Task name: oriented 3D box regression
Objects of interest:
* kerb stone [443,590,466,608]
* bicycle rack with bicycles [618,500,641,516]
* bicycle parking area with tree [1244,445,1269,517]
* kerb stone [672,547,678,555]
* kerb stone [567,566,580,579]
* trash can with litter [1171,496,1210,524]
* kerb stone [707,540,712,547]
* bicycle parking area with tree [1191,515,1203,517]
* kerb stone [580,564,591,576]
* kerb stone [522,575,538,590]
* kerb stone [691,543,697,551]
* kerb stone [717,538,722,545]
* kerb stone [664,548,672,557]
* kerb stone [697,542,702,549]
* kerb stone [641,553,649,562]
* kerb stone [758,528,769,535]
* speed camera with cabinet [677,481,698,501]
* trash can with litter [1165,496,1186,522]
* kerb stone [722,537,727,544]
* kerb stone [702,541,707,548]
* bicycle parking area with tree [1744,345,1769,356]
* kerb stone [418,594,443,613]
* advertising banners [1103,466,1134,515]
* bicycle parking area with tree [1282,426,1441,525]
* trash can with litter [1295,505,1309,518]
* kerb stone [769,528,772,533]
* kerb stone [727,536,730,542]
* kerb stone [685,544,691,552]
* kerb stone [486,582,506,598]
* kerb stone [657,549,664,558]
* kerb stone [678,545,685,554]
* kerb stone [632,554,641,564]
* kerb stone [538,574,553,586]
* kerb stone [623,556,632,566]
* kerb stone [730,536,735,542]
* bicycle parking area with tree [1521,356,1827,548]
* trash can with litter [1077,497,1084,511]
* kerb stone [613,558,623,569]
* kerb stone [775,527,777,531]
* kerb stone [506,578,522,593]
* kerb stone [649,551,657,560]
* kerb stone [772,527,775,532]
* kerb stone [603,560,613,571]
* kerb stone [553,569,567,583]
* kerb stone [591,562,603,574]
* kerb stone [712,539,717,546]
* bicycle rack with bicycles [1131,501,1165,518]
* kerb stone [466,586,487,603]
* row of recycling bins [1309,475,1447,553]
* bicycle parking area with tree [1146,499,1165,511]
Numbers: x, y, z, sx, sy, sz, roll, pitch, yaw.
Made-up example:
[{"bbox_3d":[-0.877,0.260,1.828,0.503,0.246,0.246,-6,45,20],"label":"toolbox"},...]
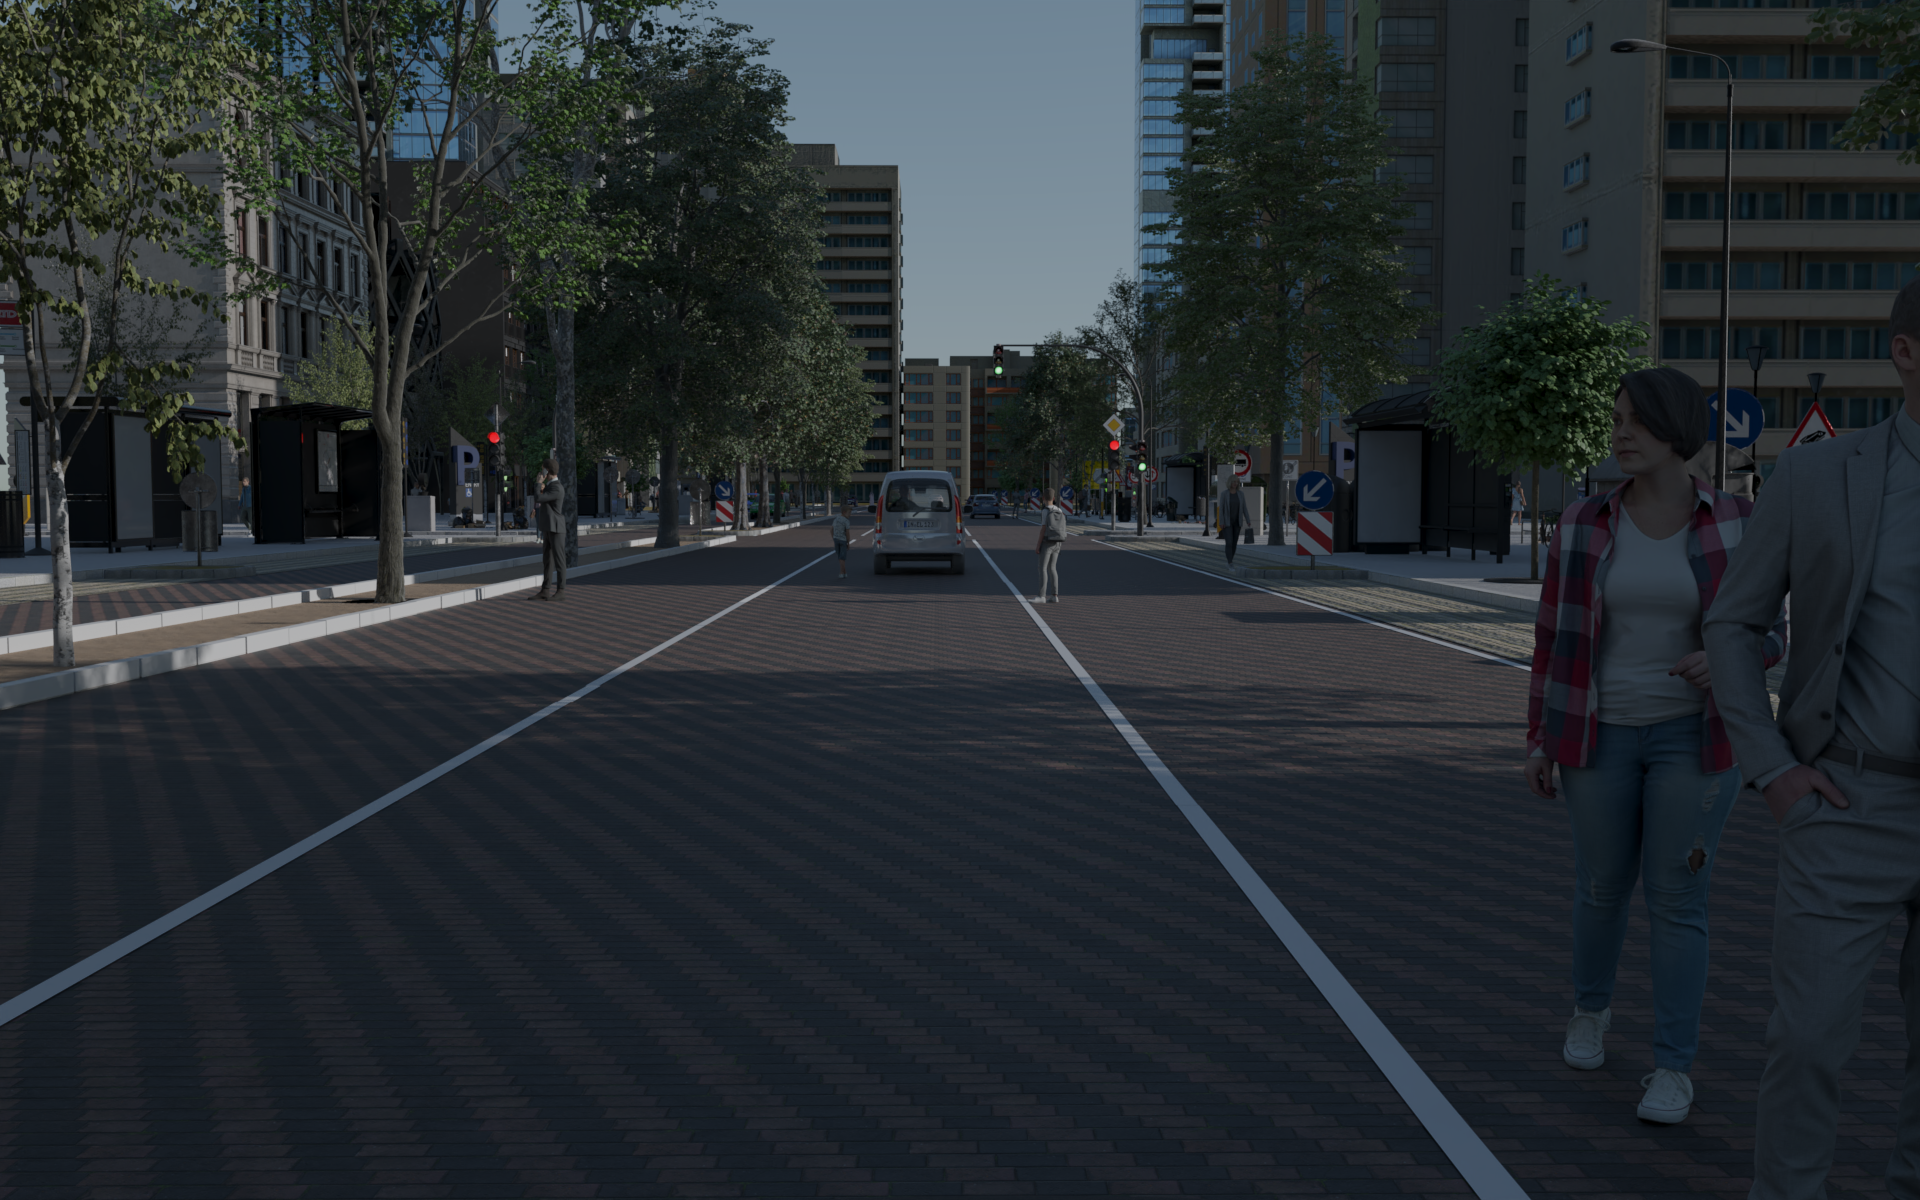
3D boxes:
[{"bbox_3d":[-6.564,-0.002,22.228,0.120,0.150,1.000,0,4,-1],"label":"kerb stone"},{"bbox_3d":[-20.235,-5.503,103.356,2.852,0.926,2.925,0,4,-2],"label":"bicycle rack with bicycles"},{"bbox_3d":[19.023,-5.882,83.174,9.016,4.147,8.231,3,4,36],"label":"bicycle parking area with tree"},{"bbox_3d":[-6.807,-1.127,40.678,0.120,0.150,1.000,0,4,-1],"label":"kerb stone"},{"bbox_3d":[-6.664,-0.441,29.399,0.120,0.150,1.000,0,4,-1],"label":"kerb stone"},{"bbox_3d":[10.145,-3.938,75.442,2.233,1.210,1.678,-1,4,-17],"label":"trash can with litter"},{"bbox_3d":[-6.889,-1.505,46.847,0.120,0.150,1.000,0,4,-1],"label":"kerb stone"},{"bbox_3d":[17.205,-6.757,97.473,9.016,4.147,8.231,0,4,3],"label":"bicycle parking area with tree"},{"bbox_3d":[-6.680,-0.503,30.421,0.120,0.150,1.000,0,4,-1],"label":"kerb stone"},{"bbox_3d":[-6.627,-0.249,26.326,0.120,0.150,1.000,0,4,-1],"label":"kerb stone"},{"bbox_3d":[-6.847,-1.320,43.777,0.120,0.150,1.000,0,4,-1],"label":"kerb stone"},{"bbox_3d":[-6.923,-1.629,48.912,0.120,0.150,1.000,0,4,-1],"label":"kerb stone"},{"bbox_3d":[-6.798,-1.067,39.648,0.120,0.150,1.000,0,4,-1],"label":"kerb stone"},{"bbox_3d":[-6.868,-1.383,44.803,0.120,0.150,1.000,0,4,-1],"label":"kerb stone"},{"bbox_3d":[-6.761,-0.877,36.581,0.120,0.150,1.000,0,4,-1],"label":"kerb stone"},{"bbox_3d":[-7.110,-2.477,62.701,0.120,0.150,1.000,0,4,-1],"label":"kerb stone"},{"bbox_3d":[-18.492,-7.448,116.103,2.038,3.252,0.660,-2,4,-29],"label":"speed camera with cabinet"},{"bbox_3d":[10.147,-4.273,81.248,1.055,1.170,0.624,3,4,39],"label":"trash can with litter"},{"bbox_3d":[-6.926,-1.697,49.934,0.120,0.150,1.000,0,4,-1],"label":"kerb stone"},{"bbox_3d":[-6.875,-1.445,45.825,0.120,0.150,1.000,0,4,-1],"label":"kerb stone"},{"bbox_3d":[17.946,-2.839,33.423,8.231,4.147,9.016,1,4,13],"label":"bicycle parking area with tree"},{"bbox_3d":[-6.563,0.061,21.206,0.120,0.150,1.000,0,4,-1],"label":"kerb stone"},{"bbox_3d":[9.925,-6.858,108.321,2.074,3.025,0.090,2,4,30],"label":"advertising banners"},{"bbox_3d":[17.473,-5.257,72.958,8.231,4.147,9.016,1,4,11],"label":"bicycle parking area with tree"},{"bbox_3d":[9.791,-2.229,47.827,1.055,1.170,0.624,2,4,26],"label":"trash can with litter"},{"bbox_3d":[-7.123,-2.539,63.729,0.120,0.150,1.000,0,4,-1],"label":"kerb stone"},{"bbox_3d":[-6.948,-1.759,50.960,0.120,0.150,1.000,0,4,-1],"label":"kerb stone"},{"bbox_3d":[-6.838,-1.250,42.743,0.120,0.150,1.000,0,4,-1],"label":"kerb stone"},{"bbox_3d":[-6.590,-0.127,24.271,0.120,0.150,1.000,0,4,-1],"label":"kerb stone"},{"bbox_3d":[-6.791,-1.003,38.624,0.120,0.150,1.000,0,4,-1],"label":"kerb stone"},{"bbox_3d":[-6.819,-1.194,41.711,0.120,0.150,1.000,0,4,-1],"label":"kerb stone"},{"bbox_3d":[-6.746,-0.813,35.540,0.120,0.150,1.000,0,4,-1],"label":"kerb stone"},{"bbox_3d":[-6.634,-0.315,27.347,0.120,0.150,1.000,0,4,-1],"label":"kerb stone"},{"bbox_3d":[-6.728,-0.747,34.518,0.120,0.150,1.000,0,4,-1],"label":"kerb stone"},{"bbox_3d":[-6.956,-1.822,51.988,0.120,0.150,1.000,0,4,-1],"label":"kerb stone"},{"bbox_3d":[17.737,-3.335,41.526,8.231,4.147,9.016,1,4,20],"label":"bicycle parking area with tree"},{"bbox_3d":[9.506,-7.430,132.870,1.055,1.170,0.624,-3,5,-40],"label":"trash can with litter"},{"bbox_3d":[-6.714,-0.687,33.491,0.120,0.150,1.000,0,4,-1],"label":"kerb stone"},{"bbox_3d":[-7.146,-2.665,65.775,0.120,0.150,1.000,0,4,-1],"label":"kerb stone"},{"bbox_3d":[-6.612,-0.186,25.303,0.120,0.150,1.000,0,4,-1],"label":"kerb stone"},{"bbox_3d":[-6.768,-0.935,37.603,0.120,0.150,1.000,0,4,-1],"label":"kerb stone"},{"bbox_3d":[-7.126,-2.603,64.751,0.120,0.150,1.000,0,4,-1],"label":"kerb stone"},{"bbox_3d":[-6.707,-0.628,32.467,0.120,0.150,1.000,0,4,-1],"label":"kerb stone"},{"bbox_3d":[-6.641,-0.378,28.371,0.120,0.150,1.000,0,4,-1],"label":"kerb stone"},{"bbox_3d":[-6.691,-0.566,31.443,0.120,0.150,1.000,0,4,-1],"label":"kerb stone"},{"bbox_3d":[-6.909,-1.571,47.876,0.120,0.150,1.000,0,4,-1],"label":"kerb stone"},{"bbox_3d":[10.269,-4.878,93.136,2.925,0.926,2.852,-2,4,-28],"label":"bicycle rack with bicycles"},{"bbox_3d":[-6.577,-0.063,23.250,0.120,0.150,1.000,0,4,-1],"label":"kerb stone"},{"bbox_3d":[9.420,-1.928,38.631,3.534,1.692,1.069,-1,4,-23],"label":"row of recycling bins"},{"bbox_3d":[16.011,-8.497,125.935,9.016,4.147,8.231,1,4,14],"label":"bicycle parking area with tree"}]
